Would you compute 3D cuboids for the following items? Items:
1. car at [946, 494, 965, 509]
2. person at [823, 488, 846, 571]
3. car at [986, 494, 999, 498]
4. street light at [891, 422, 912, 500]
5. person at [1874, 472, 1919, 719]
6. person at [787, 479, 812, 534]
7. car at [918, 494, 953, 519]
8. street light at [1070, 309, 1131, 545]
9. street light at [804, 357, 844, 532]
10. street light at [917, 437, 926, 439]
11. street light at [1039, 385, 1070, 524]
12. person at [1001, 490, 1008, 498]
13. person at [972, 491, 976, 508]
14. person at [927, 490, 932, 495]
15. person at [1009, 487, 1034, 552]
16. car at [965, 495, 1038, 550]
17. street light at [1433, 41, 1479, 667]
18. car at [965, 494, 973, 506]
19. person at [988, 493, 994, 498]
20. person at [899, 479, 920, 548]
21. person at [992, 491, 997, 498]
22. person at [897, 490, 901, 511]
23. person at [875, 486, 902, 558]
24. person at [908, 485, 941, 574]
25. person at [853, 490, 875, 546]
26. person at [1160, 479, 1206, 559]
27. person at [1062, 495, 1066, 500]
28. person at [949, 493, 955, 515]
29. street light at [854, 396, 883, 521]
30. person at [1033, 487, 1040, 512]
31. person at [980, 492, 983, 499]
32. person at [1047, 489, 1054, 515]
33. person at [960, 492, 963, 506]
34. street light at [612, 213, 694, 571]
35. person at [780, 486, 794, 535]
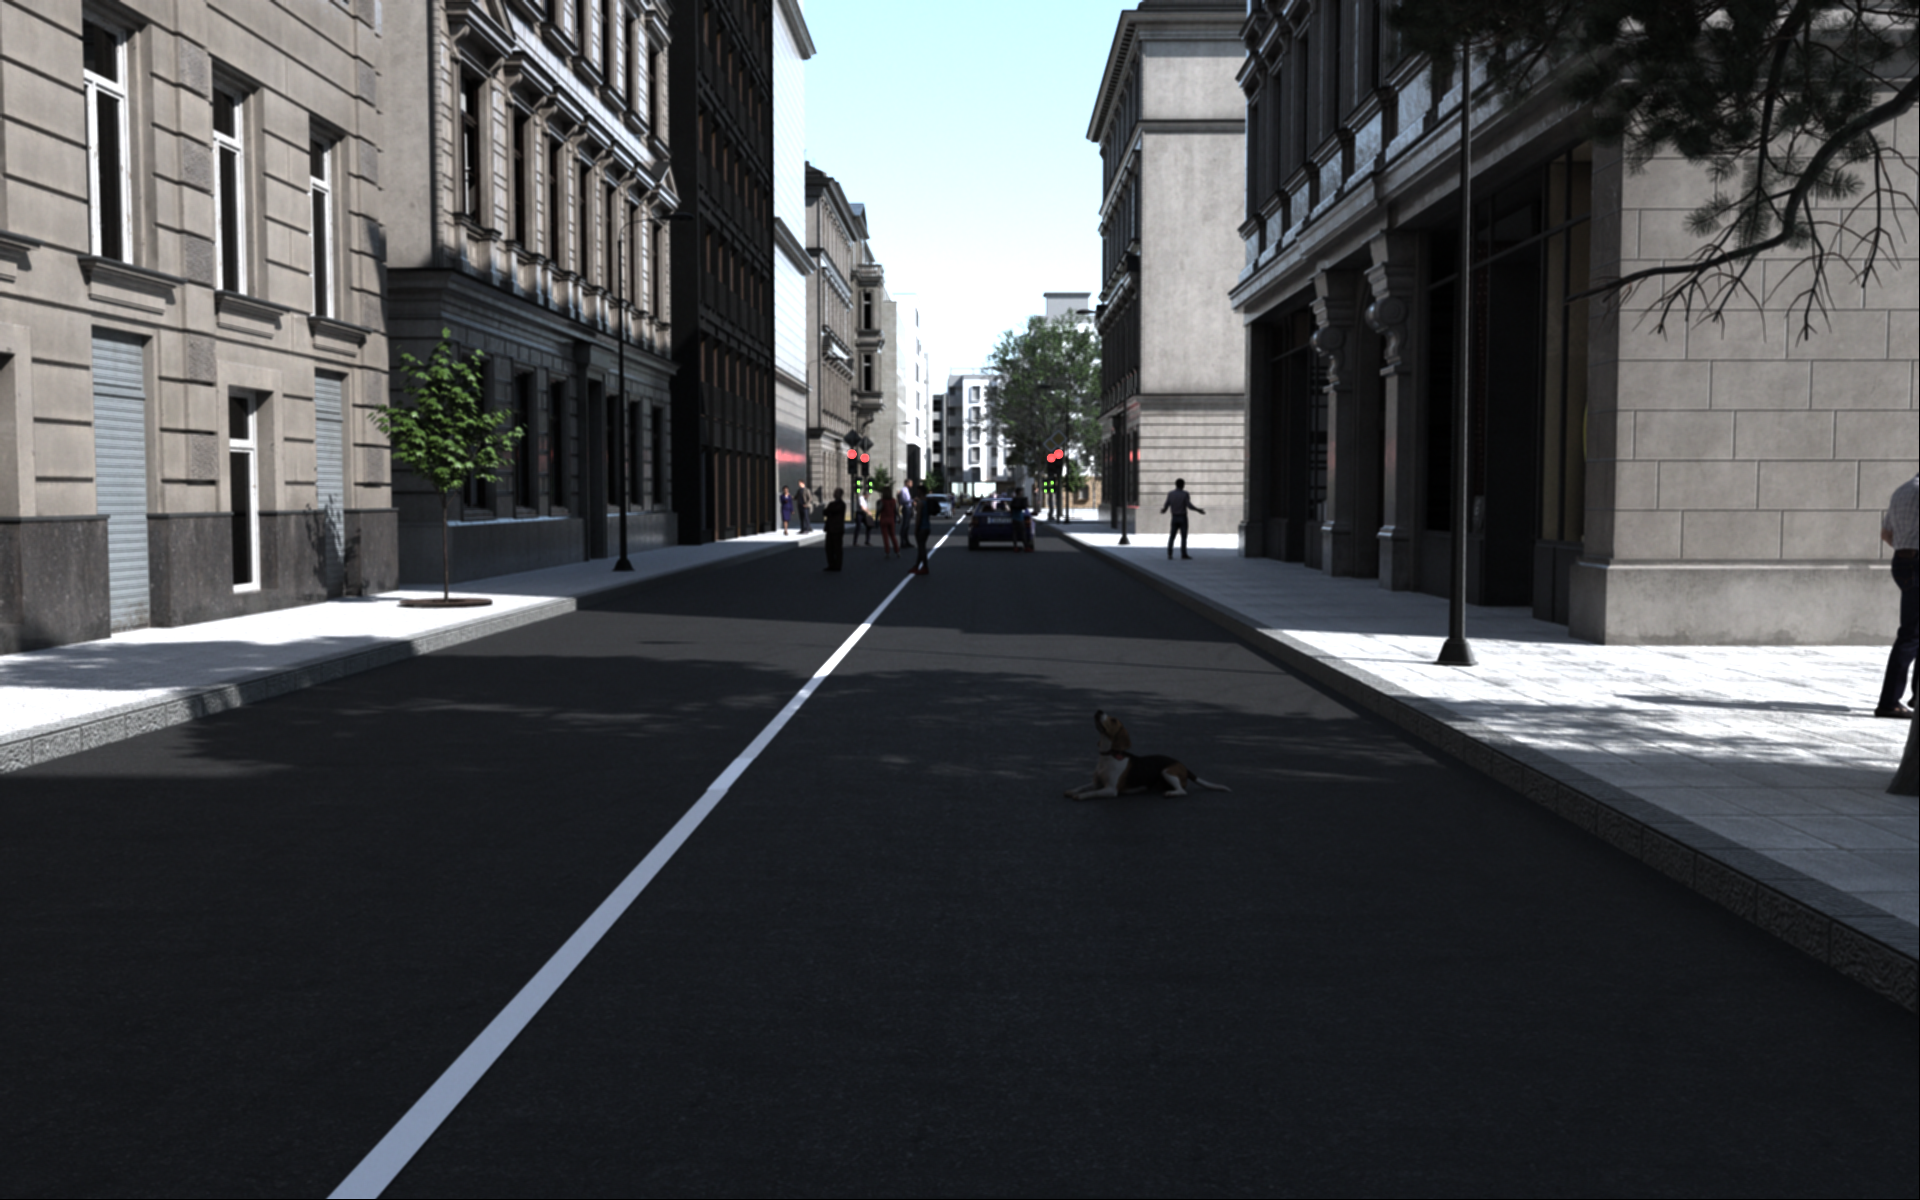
[{"bbox_3d":[-0.894,-9.970,173.227,2.015,1.641,3.980,0,4,3],"label":"car"},{"bbox_3d":[-2.324,-1.311,32.197,0.388,1.546,0.482,-3,4,-38],"label":"person"},{"bbox_3d":[4.549,-13.511,229.939,2.155,1.783,4.494,0,4,-1],"label":"car"},{"bbox_3d":[-3.866,-8.524,111.905,1.470,5.913,1.316,0,4,1],"label":"street light"},{"bbox_3d":[5.556,-0.108,10.025,0.590,1.554,0.614,0,4,-2],"label":"person"},{"bbox_3d":[-5.179,-2.989,55.441,0.750,1.759,0.617,-2,4,-30],"label":"person"},{"bbox_3d":[-1.403,-5.422,100.658,2.014,1.417,4.499,0,4,2],"label":"car"},{"bbox_3d":[3.620,-4.350,43.668,1.470,5.913,1.316,0,4,1],"label":"street light"},{"bbox_3d":[-4.616,-5.269,58.690,1.470,5.913,1.316,0,4,1],"label":"street light"},{"bbox_3d":[-3.462,-10.355,141.840,1.470,5.913,1.316,0,4,1],"label":"street light"},{"bbox_3d":[4.048,-6.205,73.995,1.470,5.913,1.316,0,4,1],"label":"street light"},{"bbox_3d":[4.112,-9.309,160.569,0.709,1.838,0.599,-1,4,-8],"label":"person"},{"bbox_3d":[1.468,-10.103,174.506,0.721,1.723,1.217,0,4,5],"label":"person"},{"bbox_3d":[-1.971,-6.485,115.235,0.504,1.737,0.576,-2,4,-24],"label":"person"},{"bbox_3d":[1.514,-1.978,42.715,0.647,1.594,0.662,3,4,39],"label":"person"},{"bbox_3d":[1.097,-2.024,45.669,1.945,1.354,3.894,0,4,1],"label":"car"},{"bbox_3d":[3.199,-2.467,12.883,1.470,5.913,1.316,0,4,1],"label":"street light"},{"bbox_3d":[0.602,-12.212,209.882,2.015,1.641,3.980,0,4,-1],"label":"car"},{"bbox_3d":[2.706,-8.446,148.793,0.471,1.553,0.569,-3,5,-40],"label":"person"},{"bbox_3d":[-1.310,-2.316,46.240,0.599,1.838,0.709,1,4,10],"label":"person"},{"bbox_3d":[2.919,-8.585,149.525,0.551,1.740,0.621,-1,4,-13],"label":"person"},{"bbox_3d":[-4.460,-7.325,128.078,0.388,1.546,0.482,2,4,34],"label":"person"},{"bbox_3d":[-1.617,-1.764,39.051,0.593,1.614,0.444,0,4,-1],"label":"person"},{"bbox_3d":[-0.666,-1.266,31.061,0.662,1.594,0.647,1,4,18],"label":"person"},{"bbox_3d":[-2.660,-2.280,47.983,0.590,1.554,0.614,1,4,14],"label":"person"},{"bbox_3d":[4.337,-1.598,34.133,0.963,1.587,0.435,2,4,25],"label":"person"},{"bbox_3d":[6.323,-6.180,109.044,0.435,1.587,0.963,3,4,39],"label":"person"},{"bbox_3d":[-0.616,-6.578,118.420,0.546,1.535,0.453,0,4,3],"label":"person"},{"bbox_3d":[-4.347,-6.694,81.985,1.470,5.913,1.316,0,4,1],"label":"street light"},{"bbox_3d":[4.640,-5.964,104.352,0.445,1.727,0.742,-1,4,-12],"label":"person"},{"bbox_3d":[2.862,-13.389,228.873,0.415,1.643,0.593,0,4,-7],"label":"person"},{"bbox_3d":[5.457,-6.111,106.482,0.617,1.759,0.750,-3,5,-41],"label":"person"},{"bbox_3d":[0.151,-11.969,205.112,0.530,1.710,0.541,3,5,41],"label":"person"},{"bbox_3d":[-5.086,-3.439,28.769,1.470,5.913,1.316,0,4,1],"label":"street light"},{"bbox_3d":[-5.330,-2.763,53.588,0.453,1.535,0.546,-3,5,-44],"label":"person"}]
